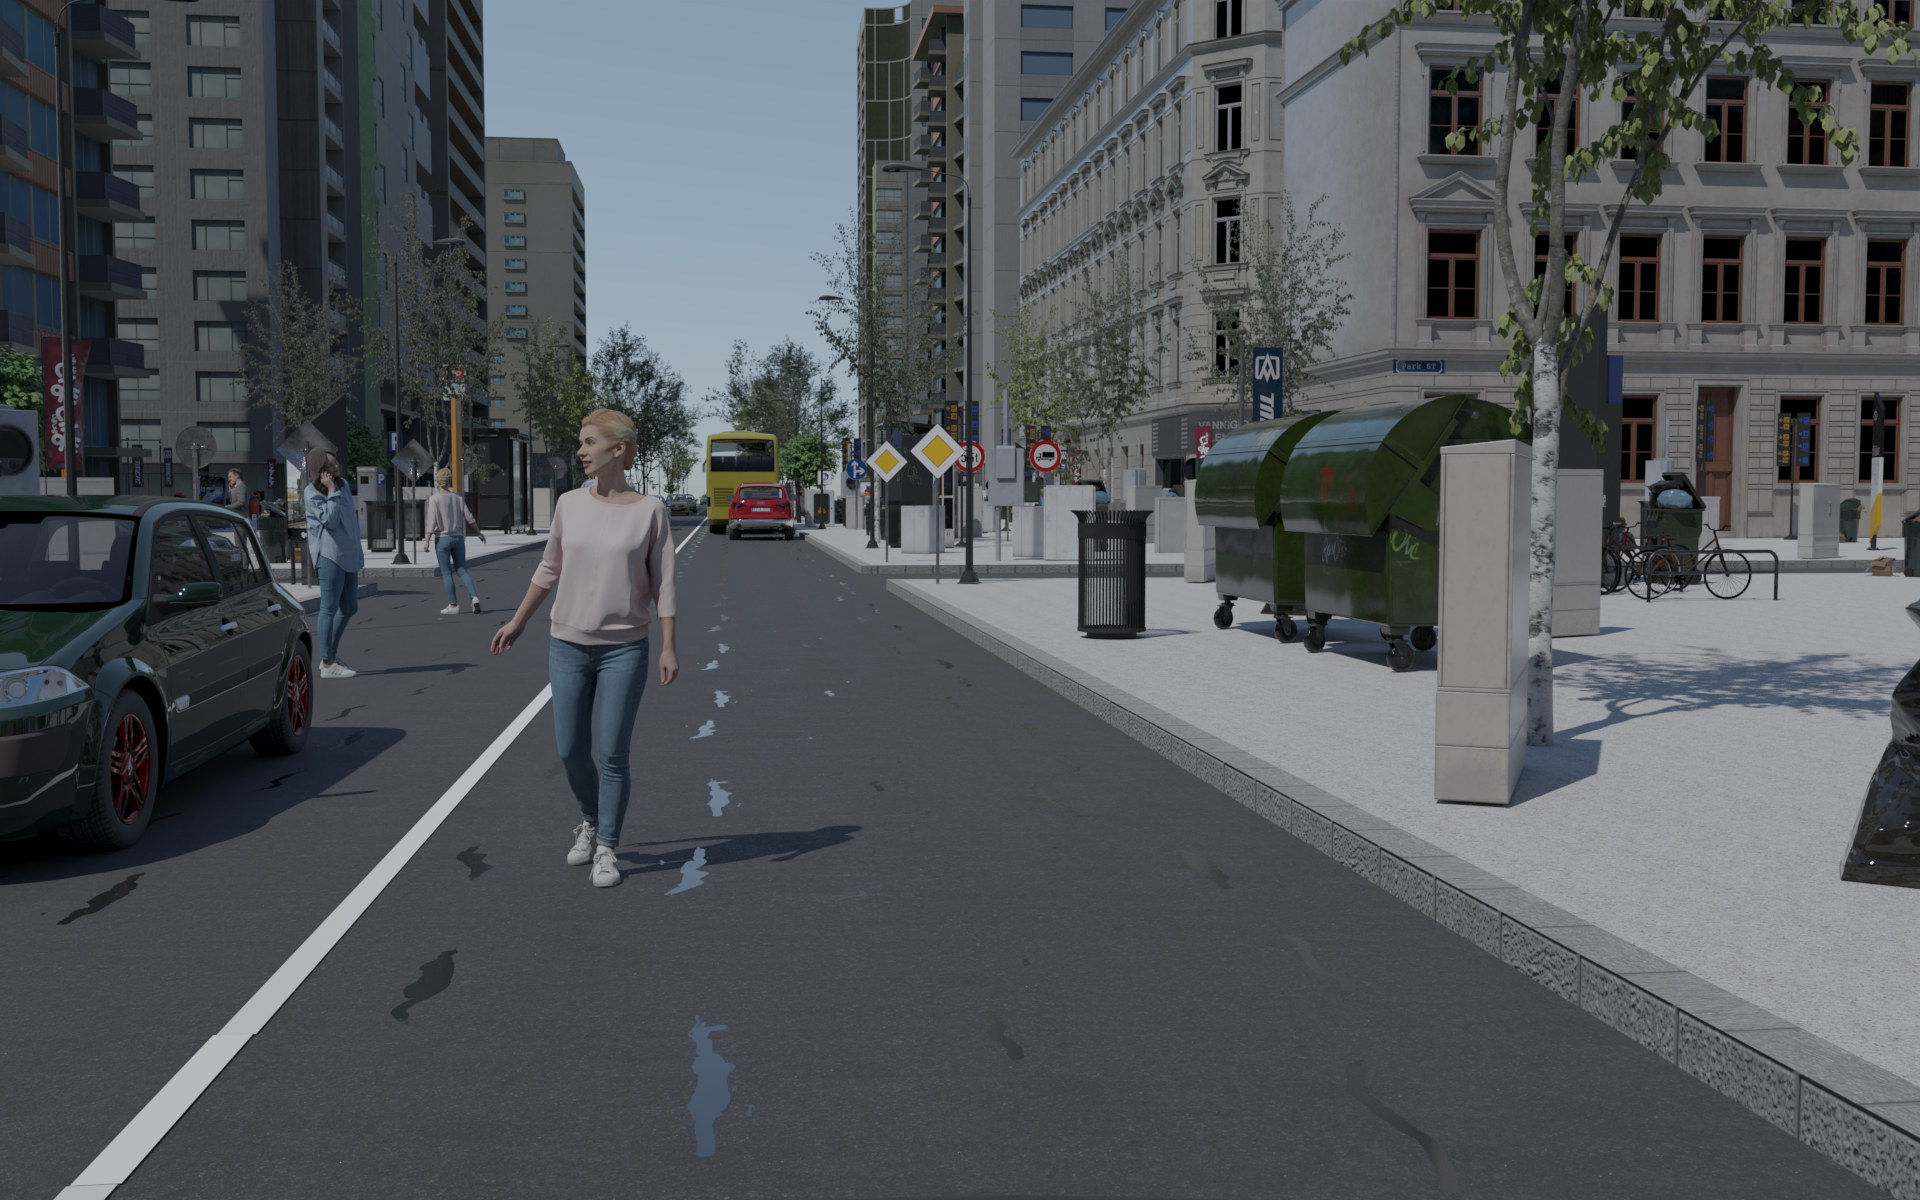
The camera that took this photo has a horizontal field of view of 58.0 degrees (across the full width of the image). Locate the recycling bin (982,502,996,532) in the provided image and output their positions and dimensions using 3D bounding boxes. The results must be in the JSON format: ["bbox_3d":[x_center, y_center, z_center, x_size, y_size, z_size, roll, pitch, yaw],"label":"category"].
[{"bbox_3d":[0.932,-2.803,58.377,0.722,1.027,0.722,2,4,24],"label":"recycling bin"}]

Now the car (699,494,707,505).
[{"bbox_3d":[-32.725,-13.010,224.518,2.131,1.459,4.920,0,4,-6],"label":"car"}]

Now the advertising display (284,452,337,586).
[{"bbox_3d":[-9.082,-1.164,24.253,0.974,1.923,0.123,2,4,32],"label":"advertising display"}]

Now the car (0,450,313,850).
[{"bbox_3d":[-4.335,0.102,8.117,2.009,1.686,4.222,0,4,-7],"label":"car"}]

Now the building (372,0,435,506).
[{"bbox_3d":[-50.701,-32.144,114.798,28.713,52.752,27.495,0,4,-8],"label":"building"}]

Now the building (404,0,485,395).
[{"bbox_3d":[-50.558,-31.557,139.664,21.300,48.544,21.600,0,4,-8],"label":"building"}]

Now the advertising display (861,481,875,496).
[{"bbox_3d":[-4.612,-5.065,88.031,0.974,1.923,0.123,1,4,13],"label":"advertising display"}]

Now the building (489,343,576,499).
[{"bbox_3d":[-62.795,-22.532,213.445,27.650,21.520,28.899,0,4,-8],"label":"building"}]

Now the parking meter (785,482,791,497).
[{"bbox_3d":[-8.627,-4.966,86.897,0.255,1.863,0.399,0,4,-6],"label":"parking meter"}]

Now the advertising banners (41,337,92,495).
[{"bbox_3d":[-10.582,-1.394,18.984,2.074,3.025,0.090,-3,5,-43],"label":"advertising banners"}]

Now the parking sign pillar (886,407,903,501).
[{"bbox_3d":[-1.949,-3.829,51.077,1.447,3.967,1.447,0,3,0],"label":"parking sign pillar"}]

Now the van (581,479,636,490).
[{"bbox_3d":[-9.219,-2.339,45.259,2.013,2.044,4.112,0,4,-8],"label":"van"}]

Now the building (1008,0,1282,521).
[{"bbox_3d":[14.382,-19.063,88.097,17.030,29.872,44.131,0,4,-8],"label":"building"}]

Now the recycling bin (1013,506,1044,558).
[{"bbox_3d":[1.555,-1.399,35.429,0.722,1.027,0.722,-2,4,-33],"label":"recycling bin"}]

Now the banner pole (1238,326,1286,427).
[{"bbox_3d":[4.448,-2.200,25.987,0.863,3.779,0.401,0,4,-6],"label":"banner pole"}]

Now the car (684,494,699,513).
[{"bbox_3d":[-20.740,-7.255,130.422,2.131,1.459,4.920,0,4,-7],"label":"car"}]

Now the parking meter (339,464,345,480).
[{"bbox_3d":[-12.105,-1.713,33.726,0.255,1.863,0.399,-1,4,-19],"label":"parking meter"}]

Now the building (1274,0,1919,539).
[{"bbox_3d":[21.069,-13.325,54.018,21.152,22.565,11.583,0,4,-8],"label":"building"}]

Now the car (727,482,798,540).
[{"bbox_3d":[-6.327,-2.857,55.381,2.281,1.827,5.304,0,4,-6],"label":"car"}]

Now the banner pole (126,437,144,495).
[{"bbox_3d":[-36.596,-5.305,76.746,0.863,3.779,0.401,-3,5,-42],"label":"banner pole"}]

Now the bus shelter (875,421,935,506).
[{"bbox_3d":[-1.853,-4.055,57.576,1.731,3.624,6.357,0,4,-8],"label":"bus shelter"}]

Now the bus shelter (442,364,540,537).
[{"bbox_3d":[-15.222,-4.805,56.193,2.179,5.291,8.768,0,4,-8],"label":"bus shelter"}]

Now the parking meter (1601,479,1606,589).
[{"bbox_3d":[8.595,-0.929,23.605,0.372,1.533,0.369,0,3,0],"label":"parking meter"}]

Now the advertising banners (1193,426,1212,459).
[{"bbox_3d":[6.911,-2.937,44.213,2.074,3.025,0.090,2,4,30],"label":"advertising banners"}]

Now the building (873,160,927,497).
[{"bbox_3d":[-3.955,-32.533,215.506,14.154,41.232,14.086,0,4,-8],"label":"building"}]

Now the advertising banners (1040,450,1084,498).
[{"bbox_3d":[3.930,-4.395,68.052,2.074,3.025,0.090,-1,4,-21],"label":"advertising banners"}]

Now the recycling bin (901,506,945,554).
[{"bbox_3d":[-0.796,-1.521,37.418,0.722,1.027,0.722,2,4,30],"label":"recycling bin"}]

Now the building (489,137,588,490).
[{"bbox_3d":[-63.047,-37.573,238.012,21.300,48.544,21.600,0,4,-8],"label":"building"}]

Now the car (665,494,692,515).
[{"bbox_3d":[-19.217,-6.555,117.394,2.015,1.641,3.980,-1,4,-9],"label":"car"}]

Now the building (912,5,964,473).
[{"bbox_3d":[7.320,-30.734,157.122,22.147,44.769,28.867,0,4,-8],"label":"building"}]

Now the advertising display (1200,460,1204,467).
[{"bbox_3d":[4.881,-1.710,33.170,0.123,1.923,0.974,3,4,38],"label":"advertising display"}]

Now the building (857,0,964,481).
[{"bbox_3d":[-6.395,-50.019,256.064,20.563,71.187,20.611,0,4,-8],"label":"building"}]

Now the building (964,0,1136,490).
[{"bbox_3d":[10.803,-35.867,128.427,21.231,58.520,28.212,0,4,-8],"label":"building"}]

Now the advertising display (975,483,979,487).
[{"bbox_3d":[0.599,-5.593,96.659,0.974,1.923,0.123,0,4,2],"label":"advertising display"}]

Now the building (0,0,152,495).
[{"bbox_3d":[-41.077,-24.595,56.748,22.147,44.769,28.867,0,4,-8],"label":"building"}]

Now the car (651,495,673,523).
[{"bbox_3d":[-12.497,-3.504,69.294,2.014,1.417,4.499,0,4,-8],"label":"car"}]

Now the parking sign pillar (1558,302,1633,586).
[{"bbox_3d":[8.869,-2.217,24.718,1.447,3.967,1.447,-1,4,-14],"label":"parking sign pillar"}]

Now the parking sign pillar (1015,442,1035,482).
[{"bbox_3d":[3.526,-6.202,89.875,1.447,3.967,1.447,-1,4,-17],"label":"parking sign pillar"}]

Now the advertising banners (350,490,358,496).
[{"bbox_3d":[-22.170,-4.093,63.112,2.074,3.025,0.090,-2,4,-29],"label":"advertising banners"}]

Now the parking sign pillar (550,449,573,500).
[{"bbox_3d":[-23.821,-7.040,103.576,1.447,3.967,1.447,-3,5,-43],"label":"parking sign pillar"}]

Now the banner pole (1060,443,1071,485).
[{"bbox_3d":[5.221,-5.838,85.461,0.863,3.779,0.401,3,5,44],"label":"banner pole"}]

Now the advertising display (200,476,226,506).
[{"bbox_3d":[-27.373,-3.563,63.475,0.974,1.923,0.123,1,4,12],"label":"advertising display"}]

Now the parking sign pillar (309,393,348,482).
[{"bbox_3d":[-16.850,-3.509,45.837,1.447,3.967,1.447,2,4,27],"label":"parking sign pillar"}]

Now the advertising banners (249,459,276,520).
[{"bbox_3d":[-34.746,-5.488,85.910,2.074,3.025,0.090,1,4,17],"label":"advertising banners"}]

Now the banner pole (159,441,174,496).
[{"bbox_3d":[-37.672,-5.634,82.131,0.401,3.779,0.863,2,4,32],"label":"banner pole"}]
